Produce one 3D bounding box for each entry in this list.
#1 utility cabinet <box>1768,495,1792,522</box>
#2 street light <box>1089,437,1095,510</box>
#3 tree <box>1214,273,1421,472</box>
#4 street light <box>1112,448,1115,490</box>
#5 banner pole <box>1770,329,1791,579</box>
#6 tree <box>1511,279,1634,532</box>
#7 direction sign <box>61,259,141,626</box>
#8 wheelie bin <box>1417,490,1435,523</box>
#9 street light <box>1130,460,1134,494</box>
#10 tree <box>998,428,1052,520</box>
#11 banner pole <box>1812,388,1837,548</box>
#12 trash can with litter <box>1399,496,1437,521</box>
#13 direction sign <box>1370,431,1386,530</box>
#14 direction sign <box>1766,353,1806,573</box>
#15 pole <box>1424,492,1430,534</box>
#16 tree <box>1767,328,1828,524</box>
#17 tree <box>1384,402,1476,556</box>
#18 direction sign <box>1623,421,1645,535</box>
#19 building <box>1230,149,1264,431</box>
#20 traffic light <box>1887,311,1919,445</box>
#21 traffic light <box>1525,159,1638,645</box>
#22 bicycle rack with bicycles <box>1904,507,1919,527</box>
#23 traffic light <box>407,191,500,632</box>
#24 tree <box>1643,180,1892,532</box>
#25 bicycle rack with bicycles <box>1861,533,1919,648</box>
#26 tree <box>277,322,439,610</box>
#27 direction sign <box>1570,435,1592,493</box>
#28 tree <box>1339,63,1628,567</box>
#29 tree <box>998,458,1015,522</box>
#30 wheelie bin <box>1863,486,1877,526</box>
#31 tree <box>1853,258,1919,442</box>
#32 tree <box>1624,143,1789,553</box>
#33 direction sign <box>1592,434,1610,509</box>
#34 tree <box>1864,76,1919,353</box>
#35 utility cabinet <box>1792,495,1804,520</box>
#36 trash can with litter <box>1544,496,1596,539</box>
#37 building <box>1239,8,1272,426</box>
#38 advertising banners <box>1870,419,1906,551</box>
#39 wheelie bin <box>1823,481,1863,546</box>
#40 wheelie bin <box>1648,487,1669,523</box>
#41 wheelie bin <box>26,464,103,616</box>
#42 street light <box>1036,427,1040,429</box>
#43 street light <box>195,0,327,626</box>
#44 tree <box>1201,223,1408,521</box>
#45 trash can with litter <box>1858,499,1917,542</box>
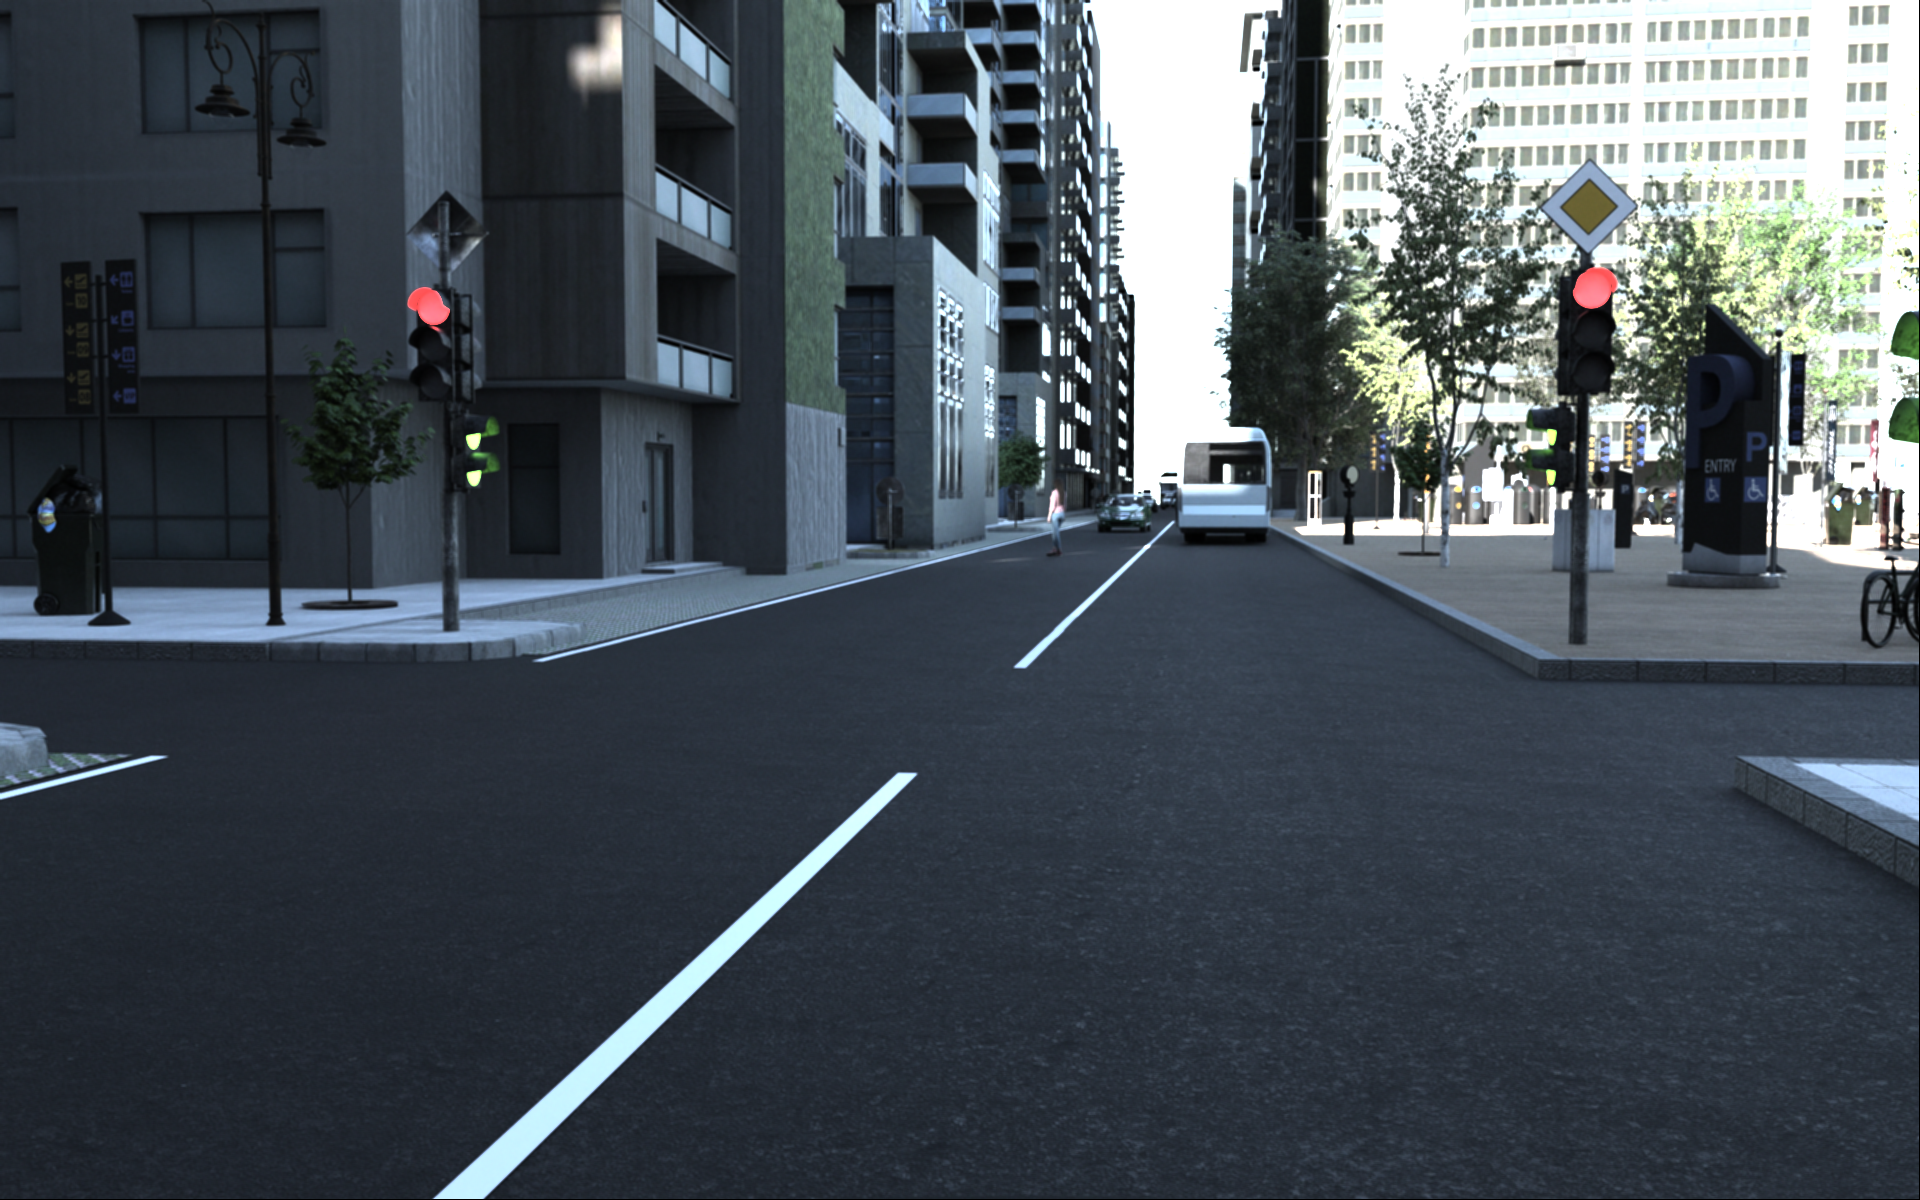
[{"bbox_3d":[37.434,-4.172,79.380,0.306,1.237,1.020,-3,4,-36],"label":"utility cabinet"},{"bbox_3d":[10.586,-10.204,139.616,0.468,5.910,1.993,0,4,8],"label":"street light"},{"bbox_3d":[14.996,-8.439,72.391,8.767,10.594,7.601,0,4,3],"label":"tree"},{"bbox_3d":[15.516,-12.381,175.219,0.468,5.910,1.993,0,4,8],"label":"street light"},{"bbox_3d":[12.563,-2.233,26.525,0.401,3.779,0.863,3,5,41],"label":"banner pole"},{"bbox_3d":[20.311,-6.623,58.645,4.360,8.622,3.978,0,3,0],"label":"tree"},{"bbox_3d":[-8.355,-1.523,16.903,0.876,3.537,0.379,1,4,16],"label":"direction sign"},{"bbox_3d":[20.632,-4.201,76.587,0.693,1.594,0.980,0,4,-2],"label":"wheelie bin"},{"bbox_3d":[21.993,-15.228,221.771,0.468,5.910,1.993,0,4,8],"label":"street light"},{"bbox_3d":[2.965,-6.300,86.715,4.285,4.588,4.351,0,3,0],"label":"tree"},{"bbox_3d":[20.437,-3.105,40.788,0.401,3.779,0.863,0,4,3],"label":"banner pole"},{"bbox_3d":[22.175,-4.498,84.592,1.678,1.210,2.233,-1,4,-17],"label":"trash can with litter"},{"bbox_3d":[14.960,-4.287,62.093,0.876,3.537,0.379,-3,5,-40],"label":"direction sign"},{"bbox_3d":[13.365,-2.222,28.327,0.379,3.537,0.876,-2,4,-31],"label":"direction sign"},{"bbox_3d":[14.878,-3.752,55.190,0.158,3.312,0.155,0,3,0],"label":"pole"},{"bbox_3d":[35.766,-7.504,73.056,4.360,8.622,3.978,0,3,0],"label":"tree"},{"bbox_3d":[9.692,-2.562,36.487,1.663,3.219,1.824,0,3,0],"label":"tree"},{"bbox_3d":[20.942,-3.784,53.862,0.876,3.537,0.379,-2,4,-27],"label":"direction sign"},{"bbox_3d":[39.485,-32.033,207.329,14.154,41.232,14.086,0,4,8],"label":"building"},{"bbox_3d":[4.162,-1.094,6.802,0.839,4.253,0.868,0,4,8],"label":"traffic light"},{"bbox_3d":[5.271,-1.577,14.710,0.839,4.253,0.868,0,4,8],"label":"traffic light"},{"bbox_3d":[38.701,-3.317,67.610,2.925,0.926,2.852,3,4,38],"label":"bicycle rack with bicycles"},{"bbox_3d":[-4.745,-1.662,16.093,0.839,4.253,0.868,0,4,8],"label":"traffic light"},{"bbox_3d":[27.263,-8.139,58.821,9.928,11.665,9.643,0,3,0],"label":"tree"},{"bbox_3d":[8.818,-0.075,14.616,2.925,0.926,2.852,-1,4,-17],"label":"bicycle rack with bicycles"},{"bbox_3d":[-6.968,-1.518,19.427,1.663,3.219,1.824,0,3,0],"label":"tree"},{"bbox_3d":[22.005,-4.282,62.000,0.379,3.537,0.876,-2,4,-34],"label":"direction sign"},{"bbox_3d":[8.523,-4.865,29.912,4.737,8.622,4.395,0,3,0],"label":"tree"},{"bbox_3d":[1.446,-5.293,81.142,1.663,3.219,1.824,0,3,0],"label":"tree"},{"bbox_3d":[36.232,-3.755,69.301,0.980,1.594,0.693,-3,5,-42],"label":"wheelie bin"},{"bbox_3d":[28.686,-6.160,51.086,4.360,8.622,3.978,0,3,0],"label":"tree"},{"bbox_3d":[15.971,-5.322,37.378,4.737,8.622,4.395,0,3,0],"label":"tree"},{"bbox_3d":[24.247,-4.522,65.939,0.876,3.537,0.379,1,4,22],"label":"direction sign"},{"bbox_3d":[16.780,-4.774,28.418,4.737,8.622,4.395,0,3,0],"label":"tree"},{"bbox_3d":[41.050,-4.507,84.857,1.020,1.237,0.306,-3,4,-38],"label":"utility cabinet"},{"bbox_3d":[17.463,-2.330,49.151,1.678,1.210,2.233,1,4,14],"label":"trash can with litter"},{"bbox_3d":[44.388,-36.457,185.311,28.713,52.752,27.495,0,4,8],"label":"building"},{"bbox_3d":[21.339,-2.673,39.891,0.090,3.025,2.074,0,4,8],"label":"advertising banners"},{"bbox_3d":[21.967,-2.162,43.249,0.693,1.594,0.980,1,4,15],"label":"wheelie bin"},{"bbox_3d":[31.033,-4.218,76.869,0.980,1.594,0.693,-2,4,-30],"label":"wheelie bin"},{"bbox_3d":[-9.523,-0.651,18.545,0.693,1.594,0.980,-1,4,-14],"label":"wheelie bin"},{"bbox_3d":[3.980,-7.357,93.082,0.468,5.910,1.993,0,4,8],"label":"street light"},{"bbox_3d":[-6.697,-2.690,16.775,0.468,5.910,1.993,0,4,8],"label":"street light"},{"bbox_3d":[16.432,-10.753,82.465,9.857,13.997,8.962,0,3,0],"label":"tree"},{"bbox_3d":[25.488,-2.213,47.234,1.678,1.210,2.233,2,4,25],"label":"trash can with litter"}]
